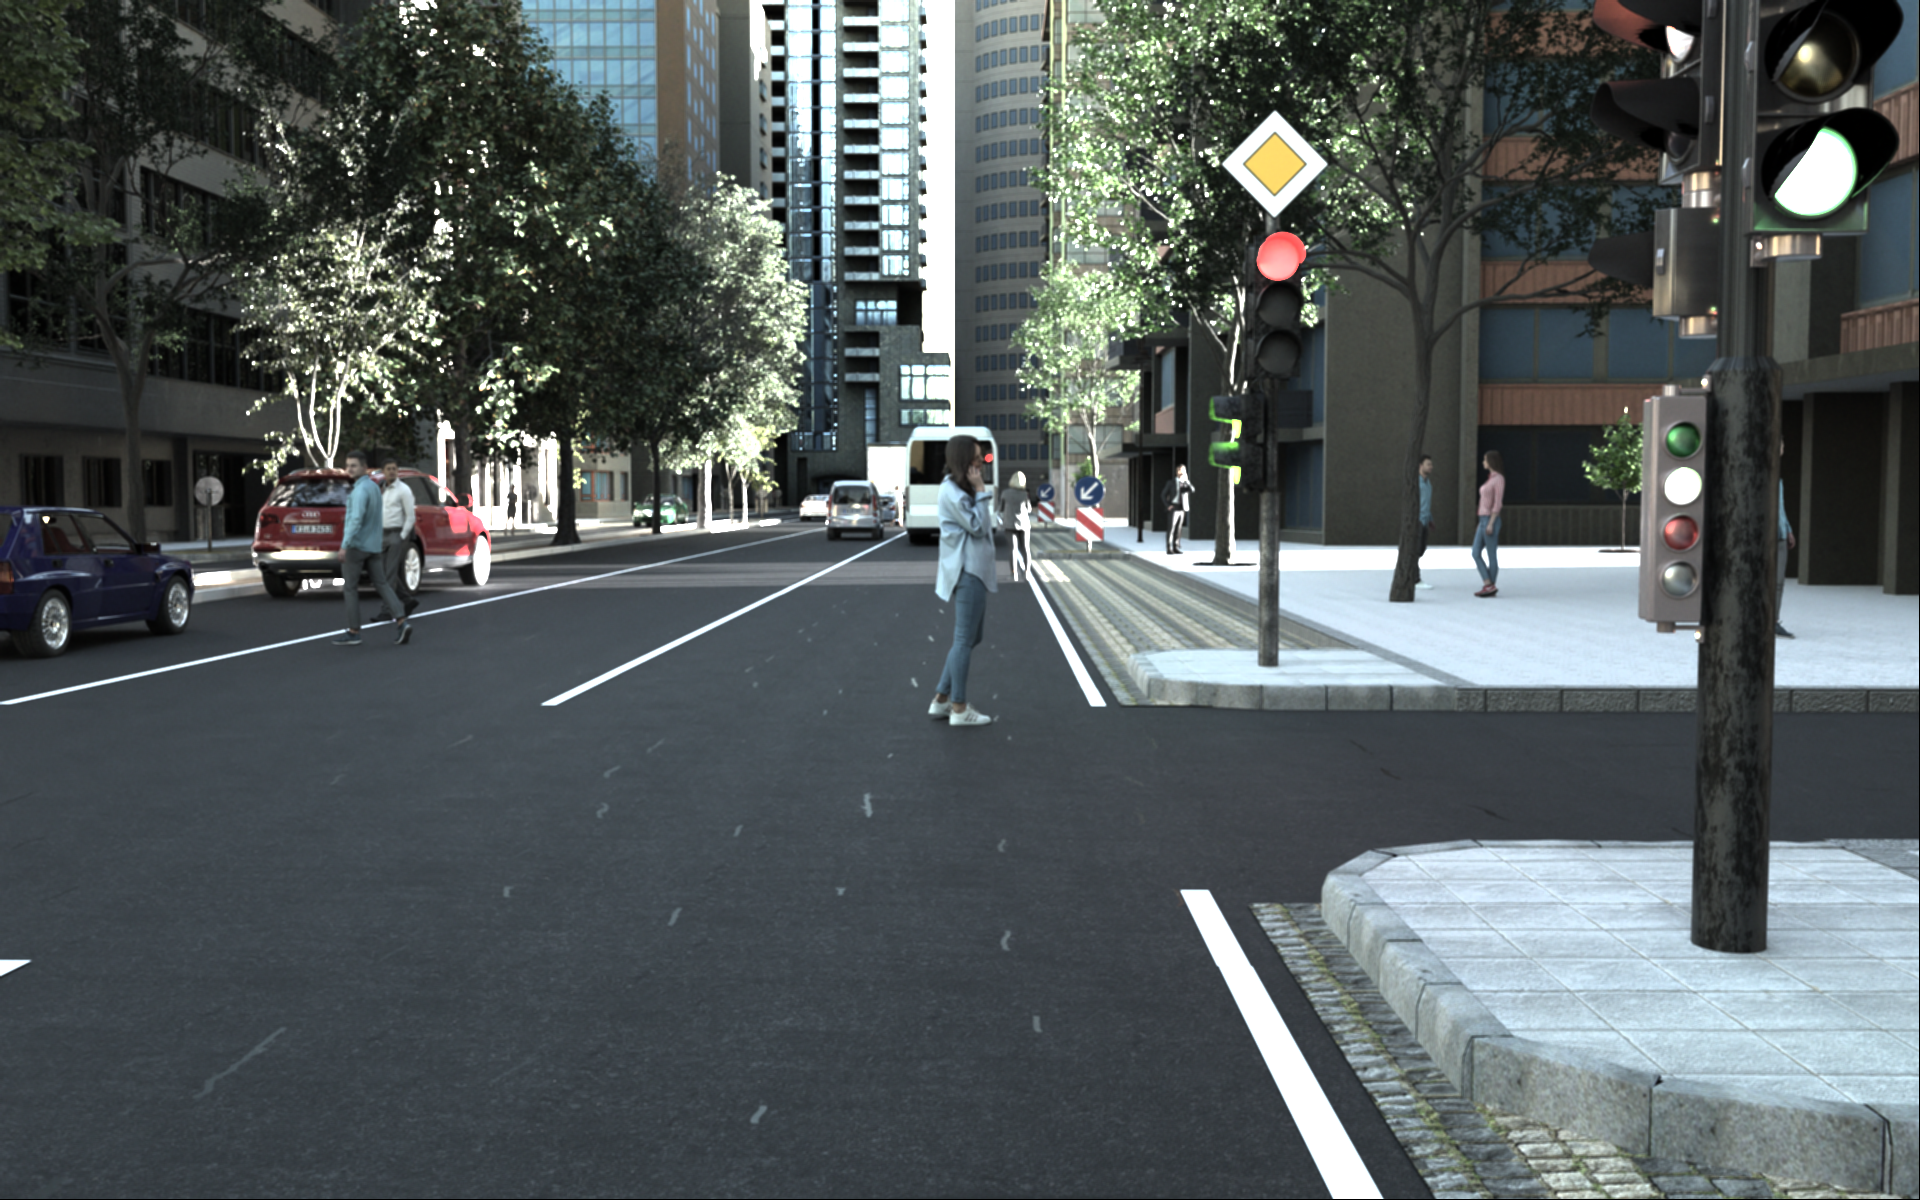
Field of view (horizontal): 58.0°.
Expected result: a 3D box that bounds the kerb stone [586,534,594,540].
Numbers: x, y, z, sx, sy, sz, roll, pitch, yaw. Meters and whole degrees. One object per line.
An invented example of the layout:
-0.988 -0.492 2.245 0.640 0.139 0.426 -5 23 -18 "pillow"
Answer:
-11.709 -1.952 54.149 0.120 0.150 1.000 0 4 1 "kerb stone"

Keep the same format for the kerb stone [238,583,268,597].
-10.060 -0.136 24.439 0.120 0.150 1.000 0 4 1 "kerb stone"

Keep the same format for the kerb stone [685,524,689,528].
-11.443 -3.016 71.590 0.120 0.150 1.000 0 4 1 "kerb stone"

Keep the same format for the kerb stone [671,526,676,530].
-11.488 -2.832 68.497 0.120 0.150 1.000 0 4 1 "kerb stone"

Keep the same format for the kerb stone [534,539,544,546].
-11.801 -1.579 48.009 0.120 0.150 1.000 0 4 1 "kerb stone"

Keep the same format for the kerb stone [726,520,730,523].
-11.275 -3.710 82.862 0.120 0.150 1.000 0 4 1 "kerb stone"

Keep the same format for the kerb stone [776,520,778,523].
-9.145 -3.836 84.921 0.120 0.150 1.000 0 4 1 "kerb stone"

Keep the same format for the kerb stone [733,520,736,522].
-11.252 -3.833 84.919 0.120 0.150 1.000 0 4 1 "kerb stone"

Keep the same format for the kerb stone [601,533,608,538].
-11.685 -2.080 56.206 0.120 0.150 1.000 0 4 1 "kerb stone"

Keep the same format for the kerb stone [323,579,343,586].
-10.017 -0.325 27.511 0.120 0.150 1.000 0 4 1 "kerb stone"

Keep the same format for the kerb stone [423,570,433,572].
-9.934 -0.636 32.640 0.120 0.150 1.000 0 4 1 "kerb stone"

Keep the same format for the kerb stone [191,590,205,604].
-10.084 -0.009 22.388 0.120 0.150 1.000 0 4 1 "kerb stone"

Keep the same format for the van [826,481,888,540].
-3.317 -2.951 55.266 2.013 2.044 4.112 0 3 0 "van"

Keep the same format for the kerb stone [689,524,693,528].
-11.436 -3.082 72.615 0.120 0.150 1.000 0 4 1 "kerb stone"

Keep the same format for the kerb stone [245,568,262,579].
-12.093 -0.452 29.580 0.120 0.150 1.000 0 4 1 "kerb stone"

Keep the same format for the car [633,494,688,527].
-13.176 -3.947 76.324 2.131 1.459 4.920 0 4 0 "car"

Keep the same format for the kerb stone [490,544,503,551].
-11.859 -1.328 43.909 0.120 0.150 1.000 0 4 1 "kerb stone"

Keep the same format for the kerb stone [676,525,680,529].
-11.476 -2.895 69.531 0.120 0.150 1.000 0 4 1 "kerb stone"

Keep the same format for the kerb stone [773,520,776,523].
-9.162 -3.773 83.899 0.120 0.150 1.000 0 4 1 "kerb stone"

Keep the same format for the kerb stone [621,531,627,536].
-11.631 -2.262 59.272 0.120 0.150 1.000 0 4 1 "kerb stone"

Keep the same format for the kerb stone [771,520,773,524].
-9.185 -3.711 82.876 0.120 0.150 1.000 0 4 1 "kerb stone"

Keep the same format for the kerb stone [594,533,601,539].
-11.694 -2.013 55.174 0.120 0.150 1.000 0 4 1 "kerb stone"

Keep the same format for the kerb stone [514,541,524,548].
-11.833 -1.453 45.953 0.120 0.150 1.000 0 4 1 "kerb stone"

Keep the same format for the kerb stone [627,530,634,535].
-11.614 -2.331 60.305 0.120 0.150 1.000 0 4 1 "kerb stone"

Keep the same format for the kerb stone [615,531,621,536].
-11.648 -2.205 58.250 0.120 0.150 1.000 0 4 1 "kerb stone"

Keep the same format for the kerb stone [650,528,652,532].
-11.552 -2.581 64.399 0.120 0.150 1.000 0 4 1 "kerb stone"

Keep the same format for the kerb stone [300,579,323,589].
-10.033 -0.263 26.489 0.120 0.150 1.000 0 4 1 "kerb stone"

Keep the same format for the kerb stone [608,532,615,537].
-11.663 -2.143 57.228 0.120 0.150 1.000 0 4 1 "kerb stone"

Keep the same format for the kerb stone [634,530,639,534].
-11.603 -2.393 61.328 0.120 0.150 1.000 0 4 1 "kerb stone"

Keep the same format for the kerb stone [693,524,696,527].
-11.422 -3.146 73.637 0.120 0.150 1.000 0 4 1 "kerb stone"

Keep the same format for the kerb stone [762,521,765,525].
-9.222 -3.520 79.801 0.120 0.150 1.000 0 4 1 "kerb stone"

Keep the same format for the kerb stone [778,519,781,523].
-9.136 -3.893 85.945 0.120 0.150 1.000 0 4 1 "kerb stone"

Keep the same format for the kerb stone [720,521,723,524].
-11.309 -3.585 80.817 0.120 0.150 1.000 0 4 1 "kerb stone"

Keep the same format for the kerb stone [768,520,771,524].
-9.193 -3.649 81.854 0.120 0.150 1.000 0 4 1 "kerb stone"

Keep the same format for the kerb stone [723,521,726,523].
-11.294 -3.648 81.840 0.120 0.150 1.000 0 4 1 "kerb stone"

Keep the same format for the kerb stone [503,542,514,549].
-11.844 -1.387 44.931 0.120 0.150 1.000 0 4 1 "kerb stone"

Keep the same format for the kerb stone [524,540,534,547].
-11.819 -1.516 46.976 0.120 0.150 1.000 0 4 1 "kerb stone"

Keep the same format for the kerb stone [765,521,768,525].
-9.214 -3.582 80.823 0.120 0.150 1.000 0 4 1 "kerb stone"

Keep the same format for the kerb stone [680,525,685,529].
-11.462 -2.958 70.553 0.120 0.150 1.000 0 4 1 "kerb stone"

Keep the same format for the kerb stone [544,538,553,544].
-11.787 -1.640 49.031 0.120 0.150 1.000 0 4 1 "kerb stone"

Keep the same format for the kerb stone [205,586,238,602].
-10.074 -0.074 23.413 0.120 0.150 1.000 0 4 1 "kerb stone"

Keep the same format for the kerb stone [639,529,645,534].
-11.577 -2.456 62.354 0.120 0.150 1.000 0 4 1 "kerb stone"

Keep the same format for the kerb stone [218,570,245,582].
-12.099 -0.389 28.557 0.120 0.150 1.000 0 4 1 "kerb stone"

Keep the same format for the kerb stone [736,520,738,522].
-11.234 -3.899 85.941 0.120 0.150 1.000 0 4 1 "kerb stone"

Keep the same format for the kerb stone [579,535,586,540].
-11.725 -1.892 53.126 0.120 0.150 1.000 0 4 1 "kerb stone"

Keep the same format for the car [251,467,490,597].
-8.594 -1.043 25.727 2.281 1.827 5.304 0 4 2 "car"

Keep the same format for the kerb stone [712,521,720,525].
-11.323 -3.523 79.793 0.120 0.150 1.000 0 4 1 "kerb stone"

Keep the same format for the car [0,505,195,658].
-8.808 -0.238 16.479 1.945 1.354 3.894 0 4 -1 "car"

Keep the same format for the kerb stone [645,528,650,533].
-11.576 -2.519 63.377 0.120 0.150 1.000 0 4 1 "kerb stone"

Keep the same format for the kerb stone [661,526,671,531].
-11.512 -2.769 67.467 0.120 0.150 1.000 0 4 1 "kerb stone"

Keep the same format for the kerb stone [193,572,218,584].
-12.113 -0.327 27.535 0.120 0.150 1.000 0 4 1 "kerb stone"
